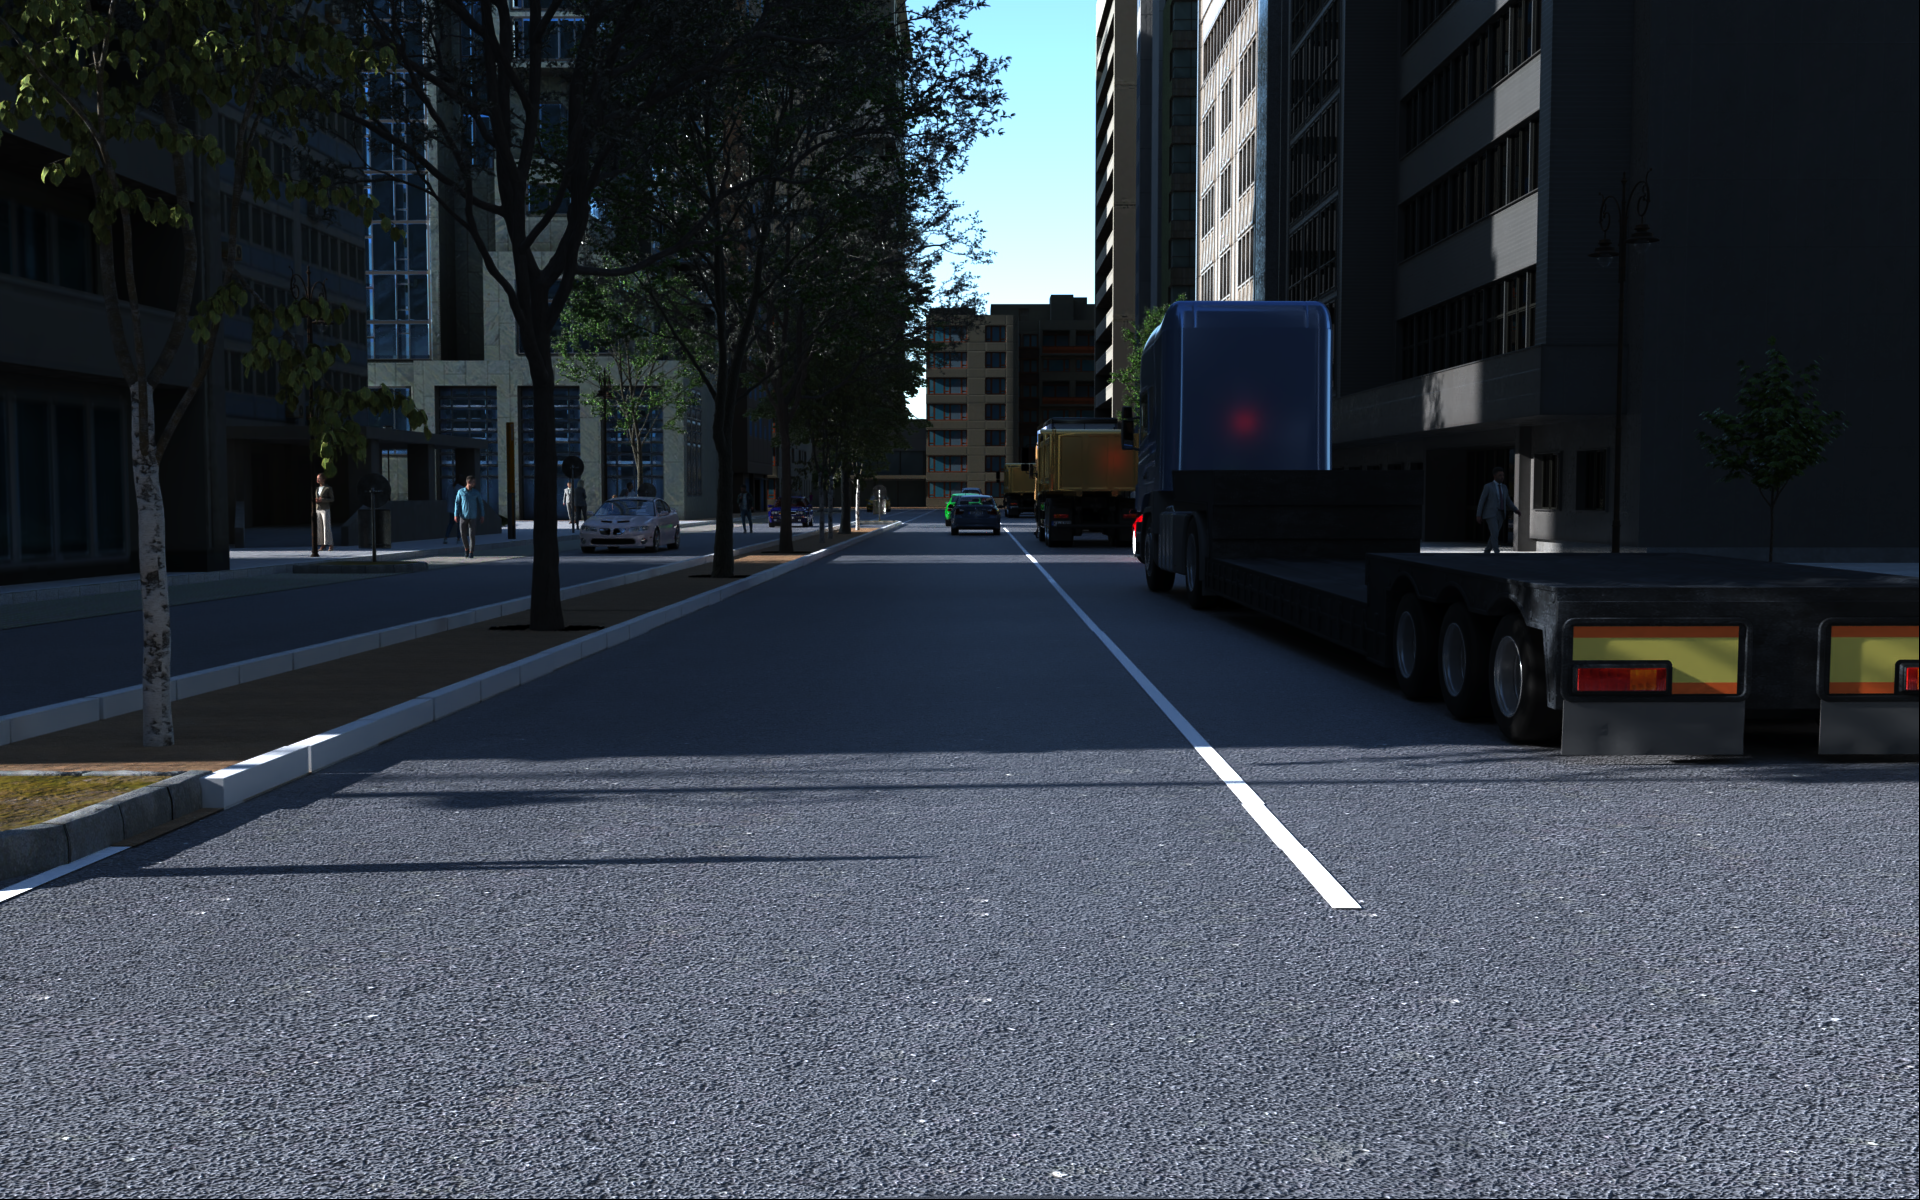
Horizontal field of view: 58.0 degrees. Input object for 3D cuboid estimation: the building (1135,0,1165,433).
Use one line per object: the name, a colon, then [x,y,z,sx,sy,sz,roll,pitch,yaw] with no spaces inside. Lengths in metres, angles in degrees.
building: [22.857,-35.387,120.582,21.231,58.520,28.212,0,4,0]

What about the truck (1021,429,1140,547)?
truck: [3.623,-3.331,50.391,3.469,3.379,9.791,0,3,0]

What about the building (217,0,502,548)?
building: [-31.119,-21.812,48.504,32.217,40.220,23.993,0,4,0]

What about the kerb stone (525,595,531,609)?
kerb stone: [-5.390,0.033,21.669,0.120,0.150,1.000,0,4,0]

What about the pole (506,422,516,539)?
pole: [-12.780,-3.391,49.283,0.158,3.312,0.155,0,3,0]

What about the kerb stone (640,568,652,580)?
kerb stone: [-5.319,-0.403,28.831,0.120,0.150,1.000,0,4,0]

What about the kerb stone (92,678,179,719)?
kerb stone: [-5.466,0.658,11.435,0.120,0.150,1.000,0,4,0]

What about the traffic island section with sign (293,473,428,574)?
traffic island section with sign: [-10.966,-1.427,31.963,1.989,1.847,2.006,0,4,0]

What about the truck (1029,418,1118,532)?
truck: [4.442,-4.901,69.051,2.839,4.237,11.283,0,4,-1]

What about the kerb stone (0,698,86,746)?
kerb stone: [-5.480,0.723,10.399,0.120,0.150,1.000,0,4,0]

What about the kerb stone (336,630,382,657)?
kerb stone: [-5.439,0.408,15.525,0.120,0.150,1.000,0,4,0]

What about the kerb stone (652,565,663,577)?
kerb stone: [-5.320,-0.469,29.856,0.120,0.150,1.000,0,4,0]

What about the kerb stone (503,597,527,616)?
kerb stone: [-5.385,0.095,20.647,0.120,0.150,1.000,0,4,0]

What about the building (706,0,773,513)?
building: [-20.888,-28.770,120.500,14.600,45.320,14.200,0,4,0]

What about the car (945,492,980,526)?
car: [0.290,-4.253,78.330,1.959,1.807,4.718,0,4,2]

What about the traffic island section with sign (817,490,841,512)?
traffic island section with sign: [-10.139,-7.795,136.071,1.989,1.847,2.006,0,4,0]

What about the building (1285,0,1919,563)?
building: [18.254,-13.906,46.430,14.314,24.678,30.058,0,4,0]

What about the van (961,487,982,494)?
van: [0.763,-6.623,115.300,2.013,2.044,4.112,0,4,1]

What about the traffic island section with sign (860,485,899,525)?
traffic island section with sign: [-3.849,-4.524,82.099,2.006,1.907,1.989,0,4,0]

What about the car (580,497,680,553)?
car: [-8.304,-1.928,43.888,2.083,1.381,4.827,0,4,1]

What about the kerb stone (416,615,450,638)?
kerb stone: [-5.417,0.282,17.579,0.120,0.150,1.000,0,4,0]

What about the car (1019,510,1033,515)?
car: [4.919,-6.718,122.199,2.083,1.381,4.827,0,4,2]

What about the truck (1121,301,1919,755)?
truck: [4.138,-1.750,18.375,2.967,4.110,18.799,0,4,-1]

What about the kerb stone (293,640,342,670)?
kerb stone: [-5.439,0.471,14.503,0.120,0.150,1.000,0,4,0]

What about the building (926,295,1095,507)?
building: [11.268,-20.547,180.982,28.899,21.520,27.650,0,4,0]

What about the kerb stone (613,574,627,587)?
kerb stone: [-5.350,-0.279,26.786,0.120,0.150,1.000,0,4,0]

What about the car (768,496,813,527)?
car: [-7.406,-3.878,75.991,1.945,1.354,3.894,0,4,0]

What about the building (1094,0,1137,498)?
building: [22.754,-31.929,145.747,21.300,48.544,21.600,0,4,0]

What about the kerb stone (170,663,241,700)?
kerb stone: [-5.460,0.596,12.458,0.120,0.150,1.000,0,4,0]

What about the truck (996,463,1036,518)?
truck: [4.083,-6.820,107.438,3.469,3.379,9.791,0,4,-1]

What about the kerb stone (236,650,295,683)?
kerb stone: [-5.453,0.533,13.481,0.120,0.150,1.000,0,4,0]

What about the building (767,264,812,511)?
building: [-28.033,-18.260,143.588,28.899,21.520,27.650,0,4,0]

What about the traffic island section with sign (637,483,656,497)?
traffic island section with sign: [-10.749,-3.098,59.286,1.989,1.847,2.006,0,4,0]

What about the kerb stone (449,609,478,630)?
kerb stone: [-5.407,0.227,18.601,0.120,0.150,1.000,0,4,0]

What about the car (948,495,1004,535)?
car: [0.563,-3.049,61.859,2.014,1.417,4.499,0,4,1]

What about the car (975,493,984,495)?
car: [0.714,-5.367,96.788,2.155,1.783,4.494,0,4,2]

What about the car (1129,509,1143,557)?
car: [4.878,-1.791,38.320,2.155,1.783,4.494,0,4,-1]

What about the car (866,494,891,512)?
car: [-6.516,-7.862,138.767,2.015,1.641,3.980,0,4,2]

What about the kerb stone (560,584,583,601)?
kerb stone: [-5.372,-0.093,23.713,0.120,0.150,1.000,0,4,0]

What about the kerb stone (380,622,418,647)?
kerb stone: [-5.427,0.345,16.556,0.120,0.150,1.000,0,4,0]

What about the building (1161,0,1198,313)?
building: [18.463,-20.101,100.352,14.160,30.474,14.107,0,4,0]

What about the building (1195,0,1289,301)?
building: [17.106,-15.547,72.213,12.078,24.808,19.932,0,4,0]

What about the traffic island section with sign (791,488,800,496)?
traffic island section with sign: [-10.355,-6.146,109.117,1.989,1.847,2.006,0,4,0]

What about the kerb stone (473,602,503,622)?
kerb stone: [-5.399,0.157,19.623,0.120,0.150,1.000,0,4,0]

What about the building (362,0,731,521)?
building: [-24.365,-47.954,96.712,22.319,86.520,31.000,0,4,0]

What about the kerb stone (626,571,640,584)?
kerb stone: [-5.330,-0.343,27.808,0.120,0.150,1.000,0,4,0]

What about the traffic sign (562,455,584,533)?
traffic sign: [-12.774,-3.488,57.142,0.768,2.556,0.104,1,4,8]

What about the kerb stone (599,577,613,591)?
kerb stone: [-5.357,-0.217,25.764,0.120,0.150,1.000,0,4,0]

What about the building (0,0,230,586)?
building: [-23.096,-24.082,17.446,21.300,48.544,21.600,0,4,0]

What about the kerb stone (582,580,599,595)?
kerb stone: [-5.364,-0.155,24.742,0.120,0.150,1.000,0,4,0]

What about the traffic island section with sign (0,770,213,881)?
traffic island section with sign: [-4.438,0.072,6.963,2.006,1.907,1.989,0,4,0]

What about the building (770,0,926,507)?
building: [-16.928,-36.149,180.277,27.495,52.752,28.713,0,4,0]
